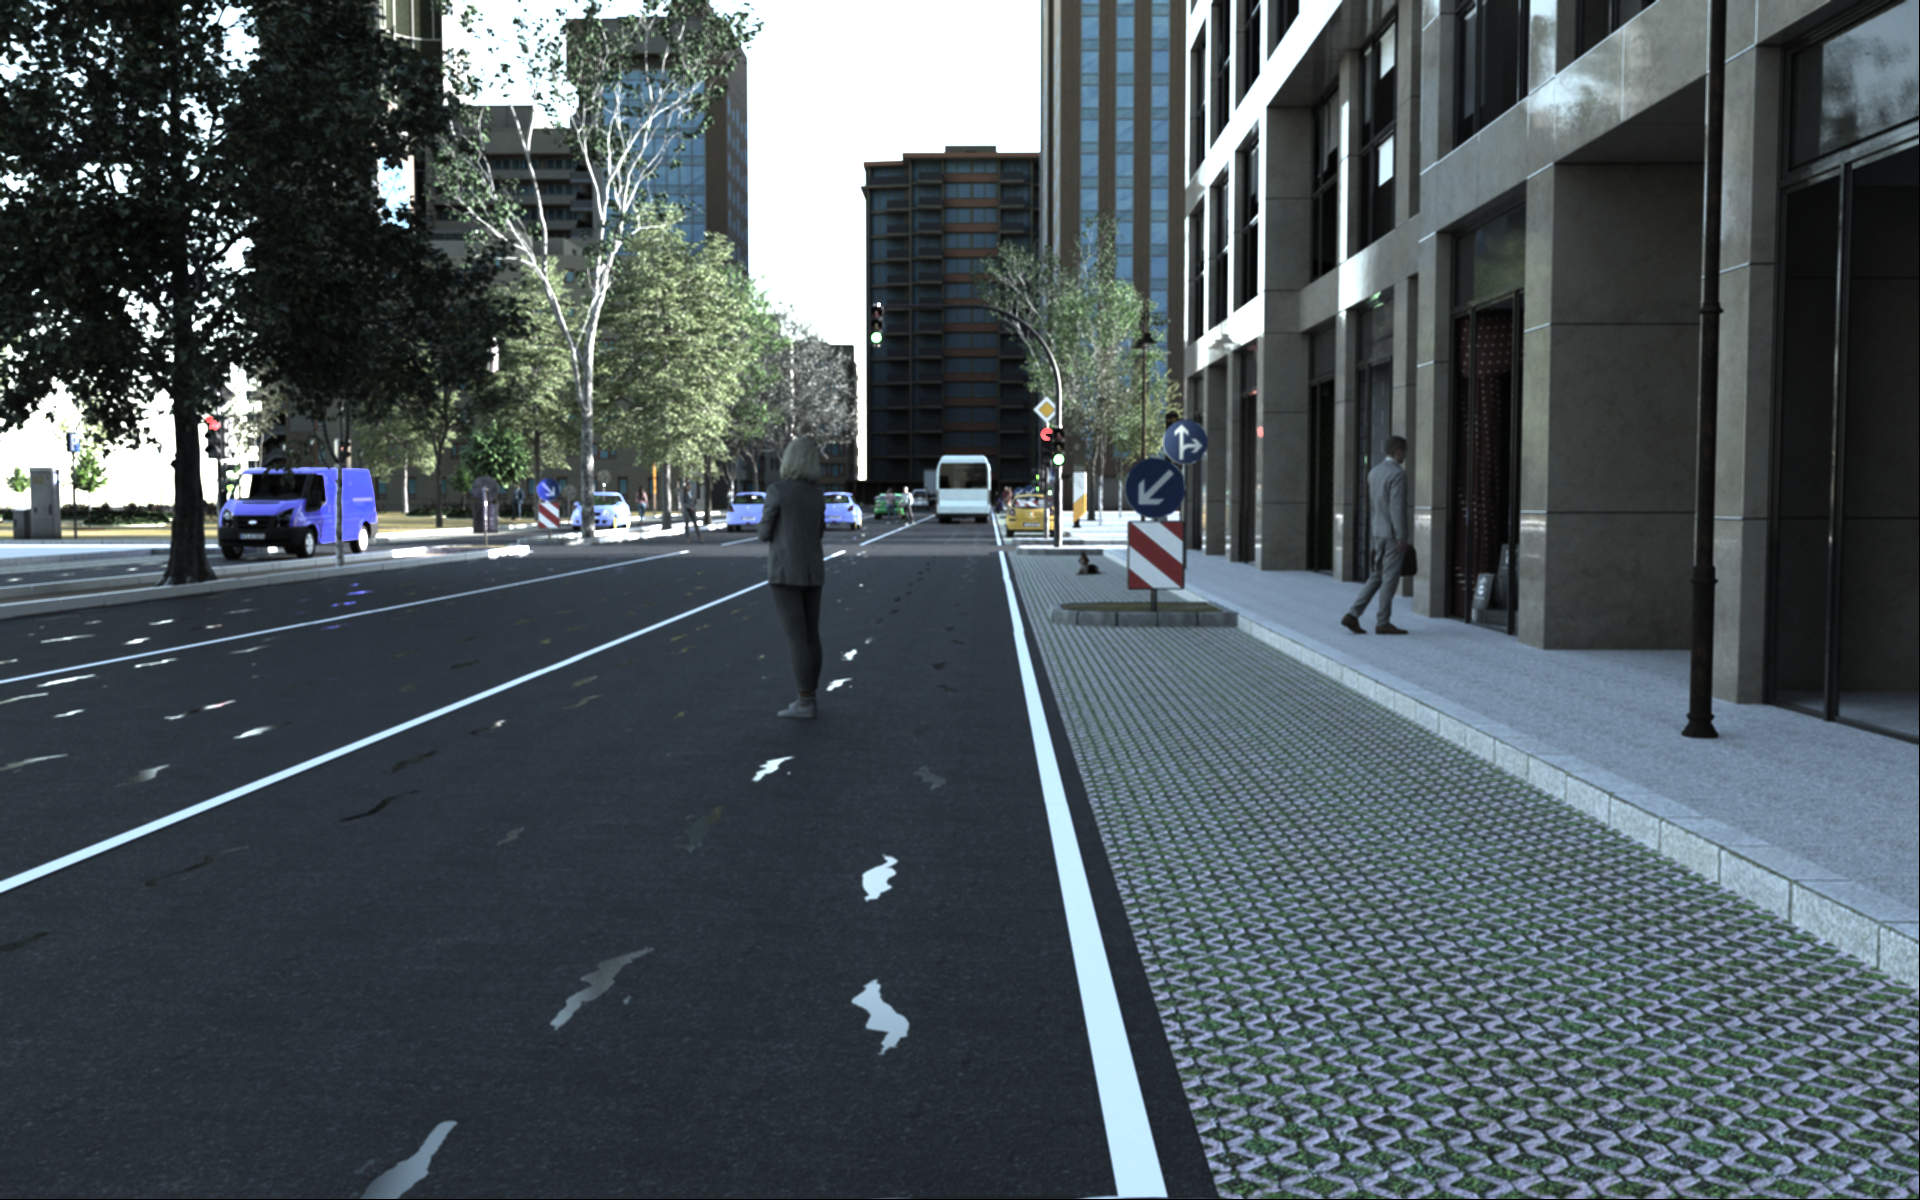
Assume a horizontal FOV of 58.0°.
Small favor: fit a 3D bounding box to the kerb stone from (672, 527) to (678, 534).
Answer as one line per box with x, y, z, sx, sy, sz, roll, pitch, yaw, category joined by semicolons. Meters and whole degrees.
-10.378;-2.447;62.280;0.120;0.150;1.000;0;4;1;kerb stone

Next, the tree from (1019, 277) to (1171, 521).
6.428;-9.586;82.483;9.928;11.665;9.643;0;3;0;tree

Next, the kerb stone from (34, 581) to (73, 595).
-13.087;-0.162;24.843;0.120;0.150;1.000;0;4;1;kerb stone

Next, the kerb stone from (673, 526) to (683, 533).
-10.355;-2.514;63.307;0.120;0.150;1.000;0;4;1;kerb stone

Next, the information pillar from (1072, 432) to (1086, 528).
4.491;-4.520;65.263;0.504;3.616;0.183;1;4;18;information pillar

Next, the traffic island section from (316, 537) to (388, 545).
-17.838;-1.700;50.076;2.009;0.180;2.903;0;4;1;traffic island section

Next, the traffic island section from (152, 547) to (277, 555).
-17.969;-1.212;42.092;2.009;0.180;2.903;0;4;1;traffic island section

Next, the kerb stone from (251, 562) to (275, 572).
-12.975;-0.596;32.004;0.120;0.150;1.000;0;4;1;kerb stone

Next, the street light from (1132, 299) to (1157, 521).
4.378;-4.187;41.245;0.468;5.910;1.993;0;4;1;street light

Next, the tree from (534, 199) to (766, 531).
-11.420;-8.945;66.839;7.486;12.596;7.792;0;3;0;tree

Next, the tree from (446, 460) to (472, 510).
-27.230;-6.108;94.471;1.663;3.219;1.824;0;3;0;tree

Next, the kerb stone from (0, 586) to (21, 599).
-13.103;-0.099;23.812;0.120;0.150;1.000;0;4;1;kerb stone

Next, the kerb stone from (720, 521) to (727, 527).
-10.178;-3.204;74.586;0.120;0.150;1.000;0;4;1;kerb stone

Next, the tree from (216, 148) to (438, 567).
-11.938;-4.922;33.293;4.360;8.622;3.978;0;3;0;tree

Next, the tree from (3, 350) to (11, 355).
-36.853;-8.726;60.798;7.486;12.596;7.792;0;3;0;tree

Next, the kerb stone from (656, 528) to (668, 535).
-10.406;-2.319;60.225;0.120;0.150;1.000;0;4;1;kerb stone

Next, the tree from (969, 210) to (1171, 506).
7.595;-15.828;114.680;12.611;20.169;13.585;0;3;0;tree

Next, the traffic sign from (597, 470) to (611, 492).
-18.830;-5.592;91.535;0.768;2.556;0.104;0;4;7;traffic sign

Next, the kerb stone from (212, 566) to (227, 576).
-13.013;-0.475;29.958;0.120;0.150;1.000;0;4;1;kerb stone

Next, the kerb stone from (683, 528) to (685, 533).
-10.345;-2.577;64.330;0.120;0.150;1.000;0;4;1;kerb stone

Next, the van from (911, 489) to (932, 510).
-3.509;-8.931;153.029;2.013;2.044;4.112;0;4;0;van

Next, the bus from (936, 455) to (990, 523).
0.172;-5.752;88.905;2.948;3.499;13.247;0;3;0;bus

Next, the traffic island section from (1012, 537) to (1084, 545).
2.500;-1.679;49.740;2.009;0.180;2.903;0;4;1;traffic island section

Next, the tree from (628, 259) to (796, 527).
-10.993;-9.018;75.652;9.928;11.665;9.643;0;3;0;tree

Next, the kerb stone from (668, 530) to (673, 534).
-10.395;-2.388;61.247;0.120;0.150;1.000;0;4;1;kerb stone

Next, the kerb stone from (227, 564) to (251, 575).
-12.995;-0.532;30.980;0.120;0.150;1.000;0;4;1;kerb stone

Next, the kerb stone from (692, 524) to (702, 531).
-10.295;-2.763;67.411;0.120;0.150;1.000;0;4;1;kerb stone

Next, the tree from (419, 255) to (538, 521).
-20.130;-10.028;82.091;7.486;12.596;7.792;0;3;0;tree

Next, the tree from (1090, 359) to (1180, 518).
8.757;-8.659;91.935;4.737;8.622;4.395;0;3;0;tree

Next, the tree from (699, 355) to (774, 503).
-10.987;-7.977;83.251;4.360;8.622;3.978;0;3;0;tree

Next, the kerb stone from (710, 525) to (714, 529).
-10.244;-2.954;70.494;0.120;0.150;1.000;0;4;1;kerb stone

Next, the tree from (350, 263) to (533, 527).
-20.349;-8.089;66.661;8.767;10.594;7.601;1;4;17;tree

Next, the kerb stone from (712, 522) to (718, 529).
-10.228;-3.017;71.519;0.120;0.150;1.000;0;4;1;kerb stone

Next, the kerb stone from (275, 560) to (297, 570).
-12.951;-0.663;33.030;0.120;0.150;1.000;0;4;1;kerb stone

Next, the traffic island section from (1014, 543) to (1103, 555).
2.370;-1.191;41.756;2.009;0.180;2.903;0;4;1;traffic island section

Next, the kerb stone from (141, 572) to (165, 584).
-13.035;-0.350;27.914;0.120;0.150;1.000;0;4;1;kerb stone

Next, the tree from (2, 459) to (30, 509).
-52.506;-6.231;96.477;1.663;3.219;1.824;0;3;0;tree

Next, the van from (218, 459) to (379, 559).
-15.245;-2.174;39.922;2.240;2.365;5.245;0;4;0;van

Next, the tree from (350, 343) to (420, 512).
-38.388;-12.396;120.803;7.486;12.596;7.792;0;3;0;tree

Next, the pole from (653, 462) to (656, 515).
-18.587;-6.822;105.385;0.158;3.312;0.155;0;3;0;pole

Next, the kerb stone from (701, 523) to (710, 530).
-10.262;-2.892;69.472;0.120;0.150;1.000;0;4;1;kerb stone

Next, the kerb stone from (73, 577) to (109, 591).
-13.072;-0.225;25.870;0.120;0.150;1.000;0;4;1;kerb stone

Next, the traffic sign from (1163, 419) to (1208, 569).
3.849;-1.808;29.667;0.768;2.556;0.104;0;4;4;traffic sign

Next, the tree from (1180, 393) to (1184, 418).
10.686;-8.984;97.245;4.737;8.622;4.395;0;3;0;tree

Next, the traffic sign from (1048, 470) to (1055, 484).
4.889;-5.634;92.225;0.768;2.556;0.104;0;4;6;traffic sign

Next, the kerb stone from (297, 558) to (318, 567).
-12.939;-0.726;34.058;0.120;0.150;1.000;0;4;1;kerb stone

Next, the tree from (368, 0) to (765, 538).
-12.821;-11.990;54.378;12.611;20.169;13.585;0;3;0;tree

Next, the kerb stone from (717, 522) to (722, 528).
-10.208;-3.079;72.542;0.120;0.150;1.000;0;4;1;kerb stone

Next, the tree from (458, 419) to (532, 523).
-20.387;-5.650;76.094;4.285;4.588;4.351;0;3;0;tree

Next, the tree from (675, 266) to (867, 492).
-10.983;-10.998;92.641;12.009;13.543;11.850;0;3;0;tree

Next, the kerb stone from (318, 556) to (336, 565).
-12.917;-0.788;35.088;0.120;0.150;1.000;0;4;1;kerb stone

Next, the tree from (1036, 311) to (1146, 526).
5.440;-7.278;69.355;4.360;8.622;3.978;0;3;0;tree

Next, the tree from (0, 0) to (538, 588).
-11.720;-6.522;26.092;9.611;12.733;9.660;0;3;0;tree

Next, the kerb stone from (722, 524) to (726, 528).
-10.197;-3.136;73.564;0.120;0.150;1.000;0;4;1;kerb stone

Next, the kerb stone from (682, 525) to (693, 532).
-10.330;-2.640;65.352;0.120;0.150;1.000;0;4;1;kerb stone

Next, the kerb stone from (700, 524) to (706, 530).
-10.275;-2.829;68.442;0.120;0.150;1.000;0;4;1;kerb stone

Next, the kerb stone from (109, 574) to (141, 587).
-13.056;-0.285;26.892;0.120;0.150;1.000;0;4;1;kerb stone

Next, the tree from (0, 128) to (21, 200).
-12.158;-4.026;18.641;4.737;8.622;4.395;0;3;0;tree

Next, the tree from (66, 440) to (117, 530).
-31.119;-4.129;62.107;1.663;3.219;1.824;0;3;0;tree

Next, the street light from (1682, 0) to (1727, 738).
3.922;-2.215;9.002;0.468;5.910;1.993;0;4;1;street light
